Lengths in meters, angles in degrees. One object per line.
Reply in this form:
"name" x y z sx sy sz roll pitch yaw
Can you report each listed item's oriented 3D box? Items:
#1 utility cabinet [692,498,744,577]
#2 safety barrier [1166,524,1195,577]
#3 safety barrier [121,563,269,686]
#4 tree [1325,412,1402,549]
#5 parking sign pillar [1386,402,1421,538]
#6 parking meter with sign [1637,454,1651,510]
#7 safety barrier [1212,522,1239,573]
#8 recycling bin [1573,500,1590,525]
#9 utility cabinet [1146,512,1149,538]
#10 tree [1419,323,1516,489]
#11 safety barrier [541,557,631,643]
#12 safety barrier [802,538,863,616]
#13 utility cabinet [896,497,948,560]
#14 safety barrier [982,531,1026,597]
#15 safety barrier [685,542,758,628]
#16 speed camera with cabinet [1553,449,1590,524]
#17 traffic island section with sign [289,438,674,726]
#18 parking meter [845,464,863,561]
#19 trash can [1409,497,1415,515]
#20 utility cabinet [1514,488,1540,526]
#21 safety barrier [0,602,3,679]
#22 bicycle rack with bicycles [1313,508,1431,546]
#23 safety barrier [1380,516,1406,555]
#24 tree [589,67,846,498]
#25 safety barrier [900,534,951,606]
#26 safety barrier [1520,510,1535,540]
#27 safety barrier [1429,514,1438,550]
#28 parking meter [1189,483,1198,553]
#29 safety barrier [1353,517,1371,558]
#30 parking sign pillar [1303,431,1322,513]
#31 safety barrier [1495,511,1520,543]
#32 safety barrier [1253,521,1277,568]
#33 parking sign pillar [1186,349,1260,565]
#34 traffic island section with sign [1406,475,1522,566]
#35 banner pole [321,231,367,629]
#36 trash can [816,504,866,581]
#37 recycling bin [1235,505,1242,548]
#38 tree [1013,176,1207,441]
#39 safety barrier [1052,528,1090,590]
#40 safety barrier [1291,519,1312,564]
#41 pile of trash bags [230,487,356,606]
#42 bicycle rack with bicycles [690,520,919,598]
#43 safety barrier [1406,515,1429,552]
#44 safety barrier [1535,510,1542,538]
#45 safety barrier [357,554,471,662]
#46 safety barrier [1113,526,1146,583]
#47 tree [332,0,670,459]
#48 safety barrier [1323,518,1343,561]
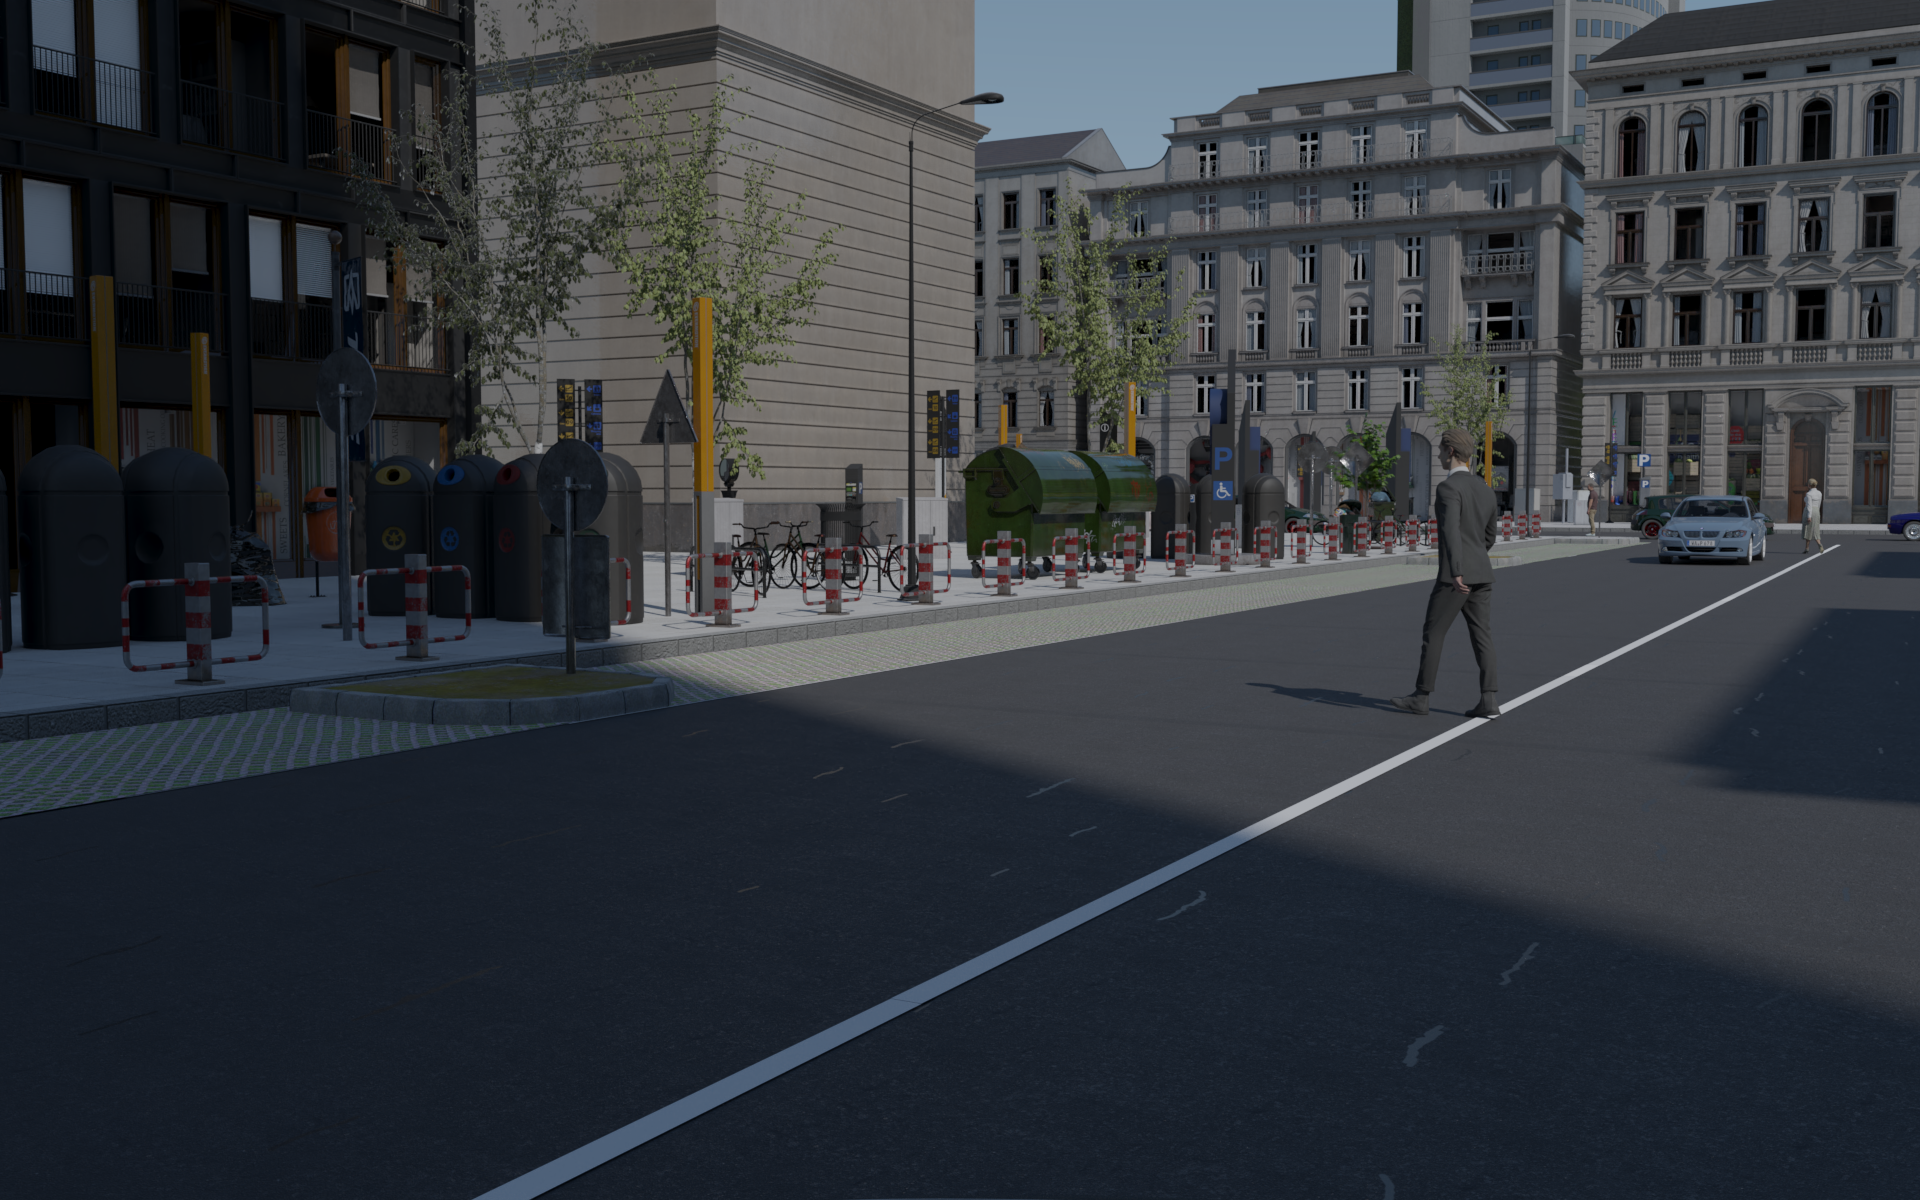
"utility cabinet" -3.793 -0.984 27.245 0.306 1.237 1.020 2 4 26
"safety barrier" 3.408 -0.763 26.744 0.300 0.817 1.120 2 4 29
"safety barrier" -5.138 0.159 11.683 0.300 0.817 1.120 2 4 29
"tree" 9.563 -2.817 40.664 1.663 3.219 1.824 0 3 0
"parking sign pillar" 13.019 -3.859 51.563 1.447 3.967 1.447 0 4 1
"parking meter with sign" 29.475 -4.792 74.604 0.543 3.016 1.738 1 4 19
"safety barrier" 4.359 -0.865 28.416 0.300 0.817 1.120 2 4 29
"recycling bin" 25.807 -3.619 71.730 0.722 1.027 0.722 1 4 14
"utility cabinet" 5.055 -2.442 51.083 1.020 1.237 0.306 2 4 25
"tree" 21.713 -7.560 73.962 4.737 8.622 4.395 0 3 0
"safety barrier" -3.233 -0.046 15.032 0.300 0.817 1.120 2 4 29
"safety barrier" -1.342 -0.251 18.379 0.300 0.817 1.120 2 4 29
"utility cabinet" -0.741 -1.401 34.074 1.020 1.237 0.306 -2 4 -31
"safety barrier" 0.553 -0.455 21.713 0.300 0.817 1.120 2 4 29
"safety barrier" -2.287 -0.149 16.710 0.300 0.817 1.120 2 4 29
"speed camera with cabinet" 26.822 -4.986 75.854 2.038 3.252 0.660 -2 4 -35
"traffic island section with sign" -3.044 -0.186 11.663 1.989 1.847 2.006 2 4 29
"parking meter" -2.022 -1.674 33.085 0.255 1.863 0.399 1 4 14
"trash can" 19.981 -4.032 77.574 0.748 1.137 0.748 0 3 0
"utility cabinet" 22.406 -3.652 68.383 0.318 1.500 1.173 -1 4 -20
"safety barrier" -6.084 0.261 10.009 0.300 0.817 1.120 2 4 29
"bicycle rack with bicycles" 10.648 -1.841 43.489 2.925 0.926 2.852 3 4 36
"safety barrier" 9.109 -1.377 36.793 0.300 0.817 1.120 2 4 29
"tree" -4.472 -4.908 30.604 4.737 8.622 4.395 0 3 0
"safety barrier" -0.394 -0.353 20.046 0.300 0.817 1.120 2 4 29
"safety barrier" 15.751 -2.093 48.502 0.300 0.817 1.120 2 4 29
"safety barrier" 11.002 -1.582 40.137 0.300 0.817 1.120 2 4 29
"parking meter" 5.133 -1.783 37.568 0.372 1.533 0.369 0 3 0
"safety barrier" 8.160 -1.275 35.127 0.300 0.817 1.120 2 4 29
"parking sign pillar" 15.240 -5.285 74.880 1.447 3.967 1.447 0 4 -5
"safety barrier" 14.793 -1.991 46.820 0.300 0.817 1.120 2 4 29
"safety barrier" 5.308 -0.968 30.094 0.300 0.817 1.120 2 4 29
"parking sign pillar" 4.826 -2.646 31.727 1.447 3.967 1.447 1 4 9
"traffic island section with sign" 10.349 -1.629 35.262 1.989 1.847 2.006 2 4 29
"banner pole" -5.791 -1.613 16.395 0.401 3.779 0.863 -3 5 -40
"trash can" -1.772 -0.863 25.756 0.748 1.137 0.748 0 3 0
"recycling bin" 6.984 -1.734 40.899 0.722 1.027 0.722 -1 4 -22
"tree" 3.366 -5.532 40.818 4.737 8.622 4.395 0 3 0
"safety barrier" 1.505 -0.557 23.387 0.300 0.817 1.120 2 4 29
"safety barrier" 6.265 -1.071 31.778 0.300 0.817 1.120 2 4 29
"pile of trash bags" -8.650 -0.644 20.287 1.912 1.369 3.447 3 4 36
"bicycle rack with bicycles" -2.284 -0.575 22.786 2.852 0.926 2.925 -3 4 -38
"safety barrier" 10.058 -1.480 38.468 0.300 0.817 1.120 2 4 29
"safety barrier" 16.700 -2.196 50.176 0.300 0.817 1.120 2 4 29
"safety barrier" -4.192 0.056 13.357 0.300 0.817 1.120 2 4 29
"safety barrier" 2.459 -0.661 25.078 0.300 0.817 1.120 2 4 29
"tree" -6.289 -4.544 24.664 4.360 8.622 3.978 0 3 0
"safety barrier" 7.206 -1.173 33.449 0.300 0.817 1.120 2 4 29
